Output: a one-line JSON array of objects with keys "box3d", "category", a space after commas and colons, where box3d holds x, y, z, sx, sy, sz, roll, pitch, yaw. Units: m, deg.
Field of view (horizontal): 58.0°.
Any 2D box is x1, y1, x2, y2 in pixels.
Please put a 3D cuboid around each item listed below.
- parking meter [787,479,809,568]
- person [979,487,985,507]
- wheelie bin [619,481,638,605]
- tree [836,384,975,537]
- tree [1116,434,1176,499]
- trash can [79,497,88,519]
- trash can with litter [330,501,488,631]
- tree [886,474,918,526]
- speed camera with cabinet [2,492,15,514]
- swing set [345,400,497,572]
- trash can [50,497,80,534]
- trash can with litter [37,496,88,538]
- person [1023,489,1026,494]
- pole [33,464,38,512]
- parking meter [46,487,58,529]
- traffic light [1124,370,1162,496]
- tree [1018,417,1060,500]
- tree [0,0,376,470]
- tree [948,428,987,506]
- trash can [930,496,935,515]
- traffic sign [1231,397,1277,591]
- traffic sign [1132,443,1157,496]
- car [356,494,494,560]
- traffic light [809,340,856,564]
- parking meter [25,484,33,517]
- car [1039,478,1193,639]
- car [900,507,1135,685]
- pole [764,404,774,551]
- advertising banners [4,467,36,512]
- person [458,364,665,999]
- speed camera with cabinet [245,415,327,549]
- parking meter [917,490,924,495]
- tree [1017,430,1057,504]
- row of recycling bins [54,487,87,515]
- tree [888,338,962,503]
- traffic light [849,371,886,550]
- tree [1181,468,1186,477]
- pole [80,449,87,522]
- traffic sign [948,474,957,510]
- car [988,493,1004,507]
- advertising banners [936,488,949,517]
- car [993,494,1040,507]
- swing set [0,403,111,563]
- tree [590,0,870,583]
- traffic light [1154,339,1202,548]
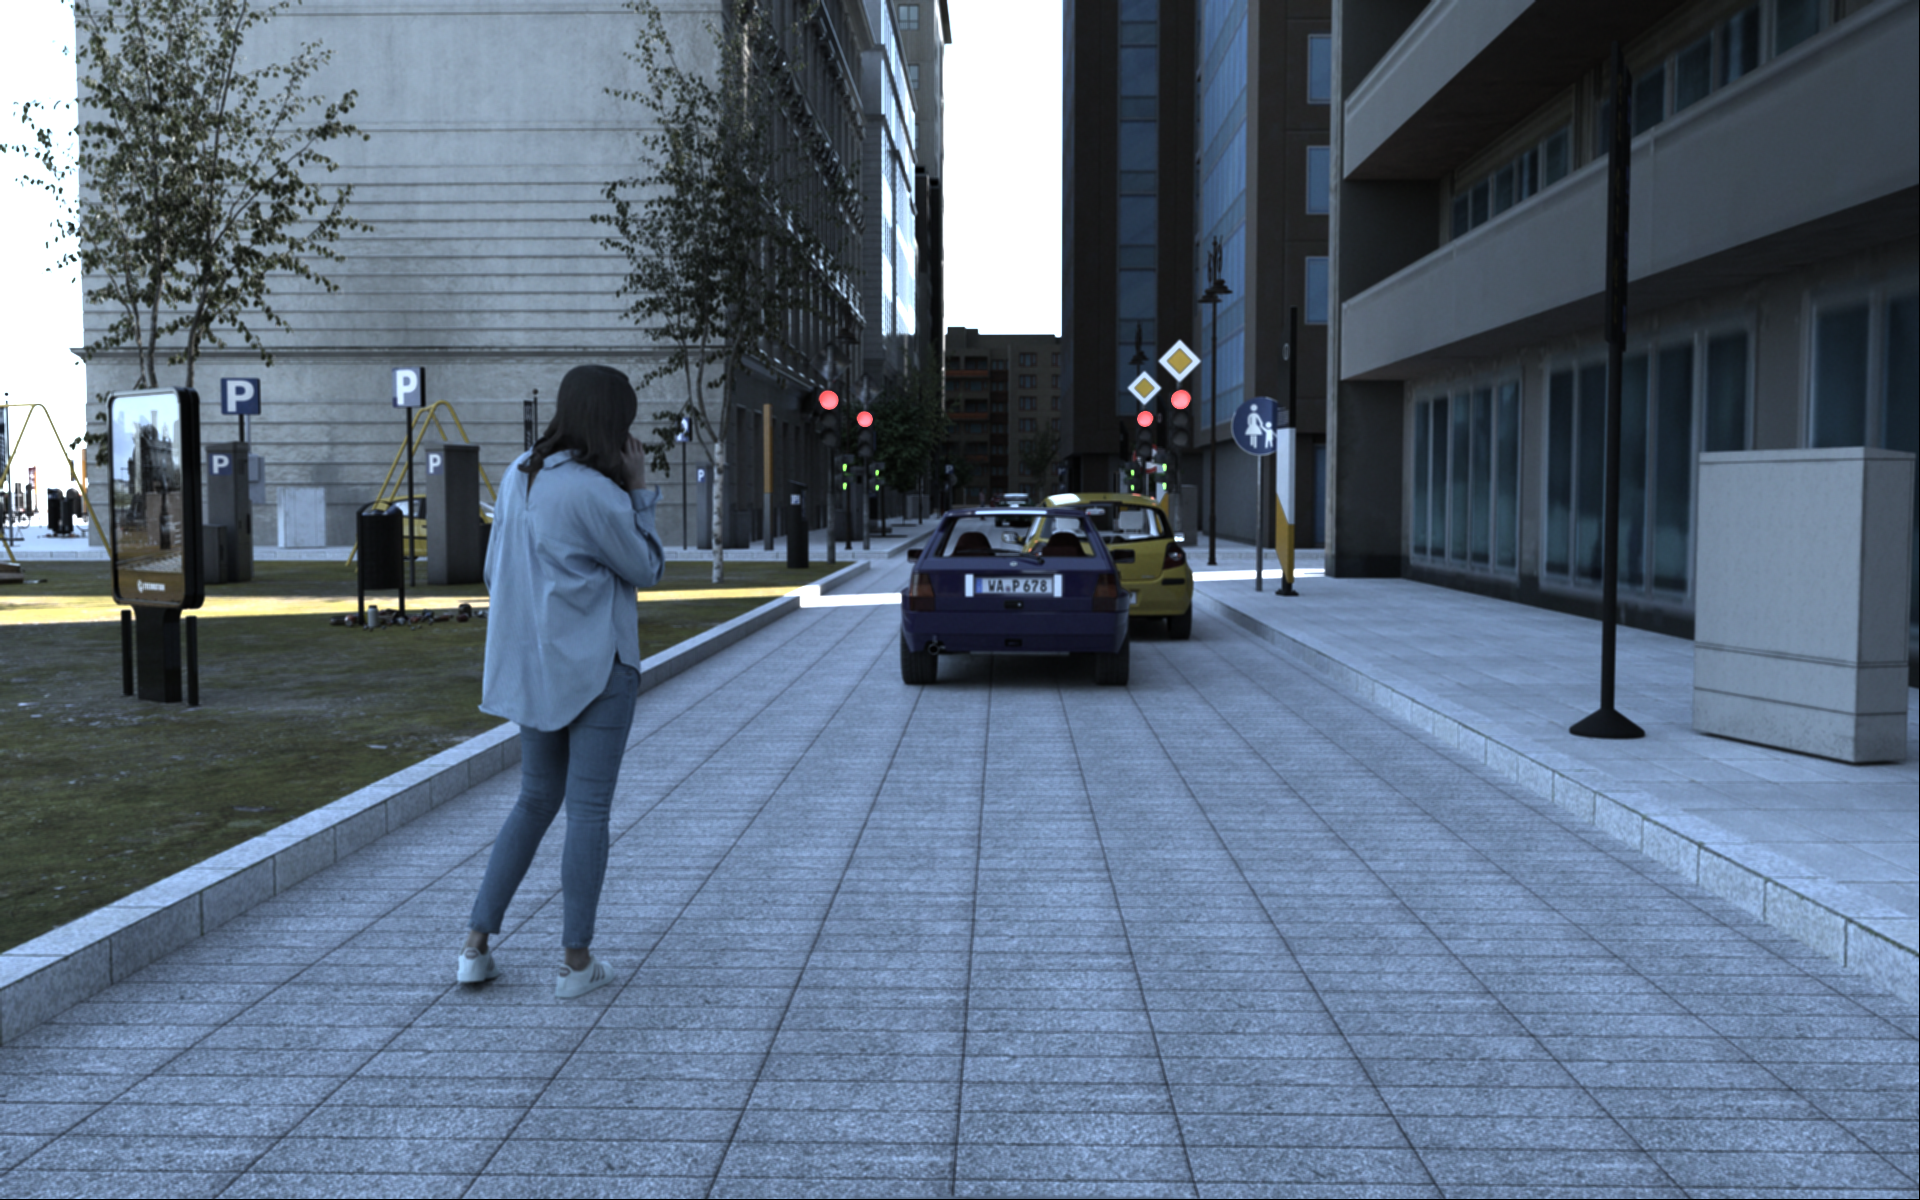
[{"box3d": [-2.814, -1.322, 30.024, 0.372, 1.533, 0.369, 0, 3, 0], "category": "parking meter"}, {"box3d": [1.229, -5.321, 95.510, 0.388, 1.821, 0.555, 0, 4, 6], "category": "person"}, {"box3d": [-3.500, -0.567, 17.182, 0.693, 1.594, 0.980, 0, 4, 4], "category": "wheelie bin"}, {"box3d": [-2.267, -4.170, 51.890, 4.285, 4.588, 4.351, 0, 3, 0], "category": "tree"}, {"box3d": [5.690, -3.571, 52.993, 1.663, 3.219, 1.824, 0, 3, 0], "category": "tree"}, {"box3d": [-46.179, -4.860, 91.115, 0.748, 1.137, 0.748, 0, 3, 0], "category": "trash can"}, {"box3d": [-5.427, -0.387, 17.387, 1.678, 1.210, 2.233, 2, 4, 31], "category": "trash can with litter"}, {"box3d": [-2.405, -4.596, 69.752, 1.663, 3.219, 1.824, 0, 3, 0], "category": "tree"}, {"box3d": [-62.174, -7.214, 112.286, 2.038, 3.252, 0.660, -2, 4, -29], "category": "speed camera with cabinet"}, {"box3d": [-9.209, -2.001, 30.332, 2.862, 2.851, 3.119, -1, 4, -22], "category": "swing set"}, {"box3d": [-28.928, -2.702, 55.828, 0.748, 1.137, 0.748, 0, 3, 0], "category": "trash can"}, {"box3d": [-26.573, -2.470, 51.437, 2.233, 1.210, 1.678, 3, 5, 44], "category": "trash can with litter"}, {"box3d": [4.968, -7.723, 134.710, 0.705, 1.831, 1.348, 0, 4, -7], "category": "person"}, {"box3d": [-62.330, -7.520, 116.794, 0.158, 3.312, 0.155, 0, 3, 0], "category": "pole"}, {"box3d": [-33.301, -3.374, 63.572, 0.372, 1.533, 0.369, 0, 3, 0], "category": "parking meter"}, {"box3d": [4.177, -3.096, 39.533, 0.839, 4.253, 0.868, 0, 4, 2], "category": "traffic light"}, {"box3d": [7.746, -13.167, 165.639, 4.737, 8.622, 4.395, 0, 3, 0], "category": "tree"}, {"box3d": [-9.147, -4.280, 20.338, 4.360, 8.622, 3.978, 0, 3, 0], "category": "tree"}, {"box3d": [0.755, -14.794, 192.250, 4.360, 8.622, 3.978, 0, 3, 0], "category": "tree"}, {"box3d": [-1.954, -5.869, 107.609, 0.748, 1.137, 0.748, 0, 3, 0], "category": "trash can"}, {"box3d": [3.947, -1.387, 22.783, 0.768, 2.556, 0.104, 0, 4, 7], "category": "traffic sign"}, {"box3d": [4.660, -2.621, 42.964, 0.768, 2.556, 0.104, 0, 4, 7], "category": "traffic sign"}, {"box3d": [-10.365, -1.565, 35.814, 3.980, 1.641, 2.015, 0, 4, 3], "category": "car"}, {"box3d": [-2.345, -2.617, 31.701, 0.839, 4.253, 0.868, 0, 4, 2], "category": "traffic light"}, {"box3d": [-52.402, -5.611, 97.456, 0.399, 1.863, 0.255, 3, 4, 37], "category": "parking meter"}, {"box3d": [1.463, -0.508, 18.535, 2.015, 1.641, 3.980, 0, 4, 1], "category": "car"}, {"box3d": [0.492, -0.108, 14.348, 1.945, 1.354, 3.894, 0, 4, 3], "category": "car"}, {"box3d": [-4.343, -2.779, 39.279, 0.158, 3.312, 0.155, 0, 3, 0], "category": "pole"}, {"box3d": [-59.832, -6.972, 110.184, 0.090, 3.025, 2.074, 3, 5, 44], "category": "advertising banners"}, {"box3d": [-1.161, 0.232, 4.967, 0.793, 1.790, 0.793, 0, 4, 5], "category": "person"}, {"box3d": [-15.944, -2.822, 40.477, 2.038, 3.252, 0.660, -3, 4, -37], "category": "speed camera with cabinet"}, {"box3d": [-2.194, -5.360, 96.042, 0.372, 1.533, 0.369, 0, 3, 0], "category": "parking meter"}, {"box3d": [8.744, -14.800, 192.336, 4.360, 8.622, 3.978, 0, 3, 0], "category": "tree"}, {"box3d": [-54.409, -6.124, 107.247, 3.534, 1.692, 1.069, -1, 4, -19], "category": "row of recycling bins"}, {"box3d": [-1.894, -8.066, 82.243, 4.737, 8.622, 4.395, 0, 3, 0], "category": "tree"}, {"box3d": [-2.133, -3.105, 39.684, 0.839, 4.253, 0.868, 0, 4, 2], "category": "traffic light"}, {"box3d": [6.389, -3.715, 55.349, 1.663, 3.219, 1.824, 0, 3, 0], "category": "tree"}, {"box3d": [-39.584, -5.162, 78.234, 0.158, 3.312, 0.155, 0, 3, 0], "category": "pole"}, {"box3d": [-0.547, -6.729, 110.128, 0.768, 2.556, 0.104, 0, 4, 3], "category": "traffic sign"}, {"box3d": [3.442, -8.428, 146.836, 2.155, 1.783, 4.494, 0, 3, 0], "category": "car"}, {"box3d": [-1.012, -6.294, 99.095, 0.090, 3.025, 2.074, 1, 4, 21], "category": "advertising banners"}, {"box3d": [2.515, -4.006, 77.303, 2.131, 1.459, 4.920, 0, 4, 3], "category": "car"}, {"box3d": [-17.133, -2.006, 30.415, 3.119, 2.851, 2.862, 2, 4, 27], "category": "swing set"}, {"box3d": [-3.441, -4.566, 25.013, 4.360, 8.622, 3.978, 0, 3, 0], "category": "tree"}, {"box3d": [3.965, -2.607, 31.550, 0.839, 4.253, 0.868, 0, 4, 2], "category": "traffic light"}]
